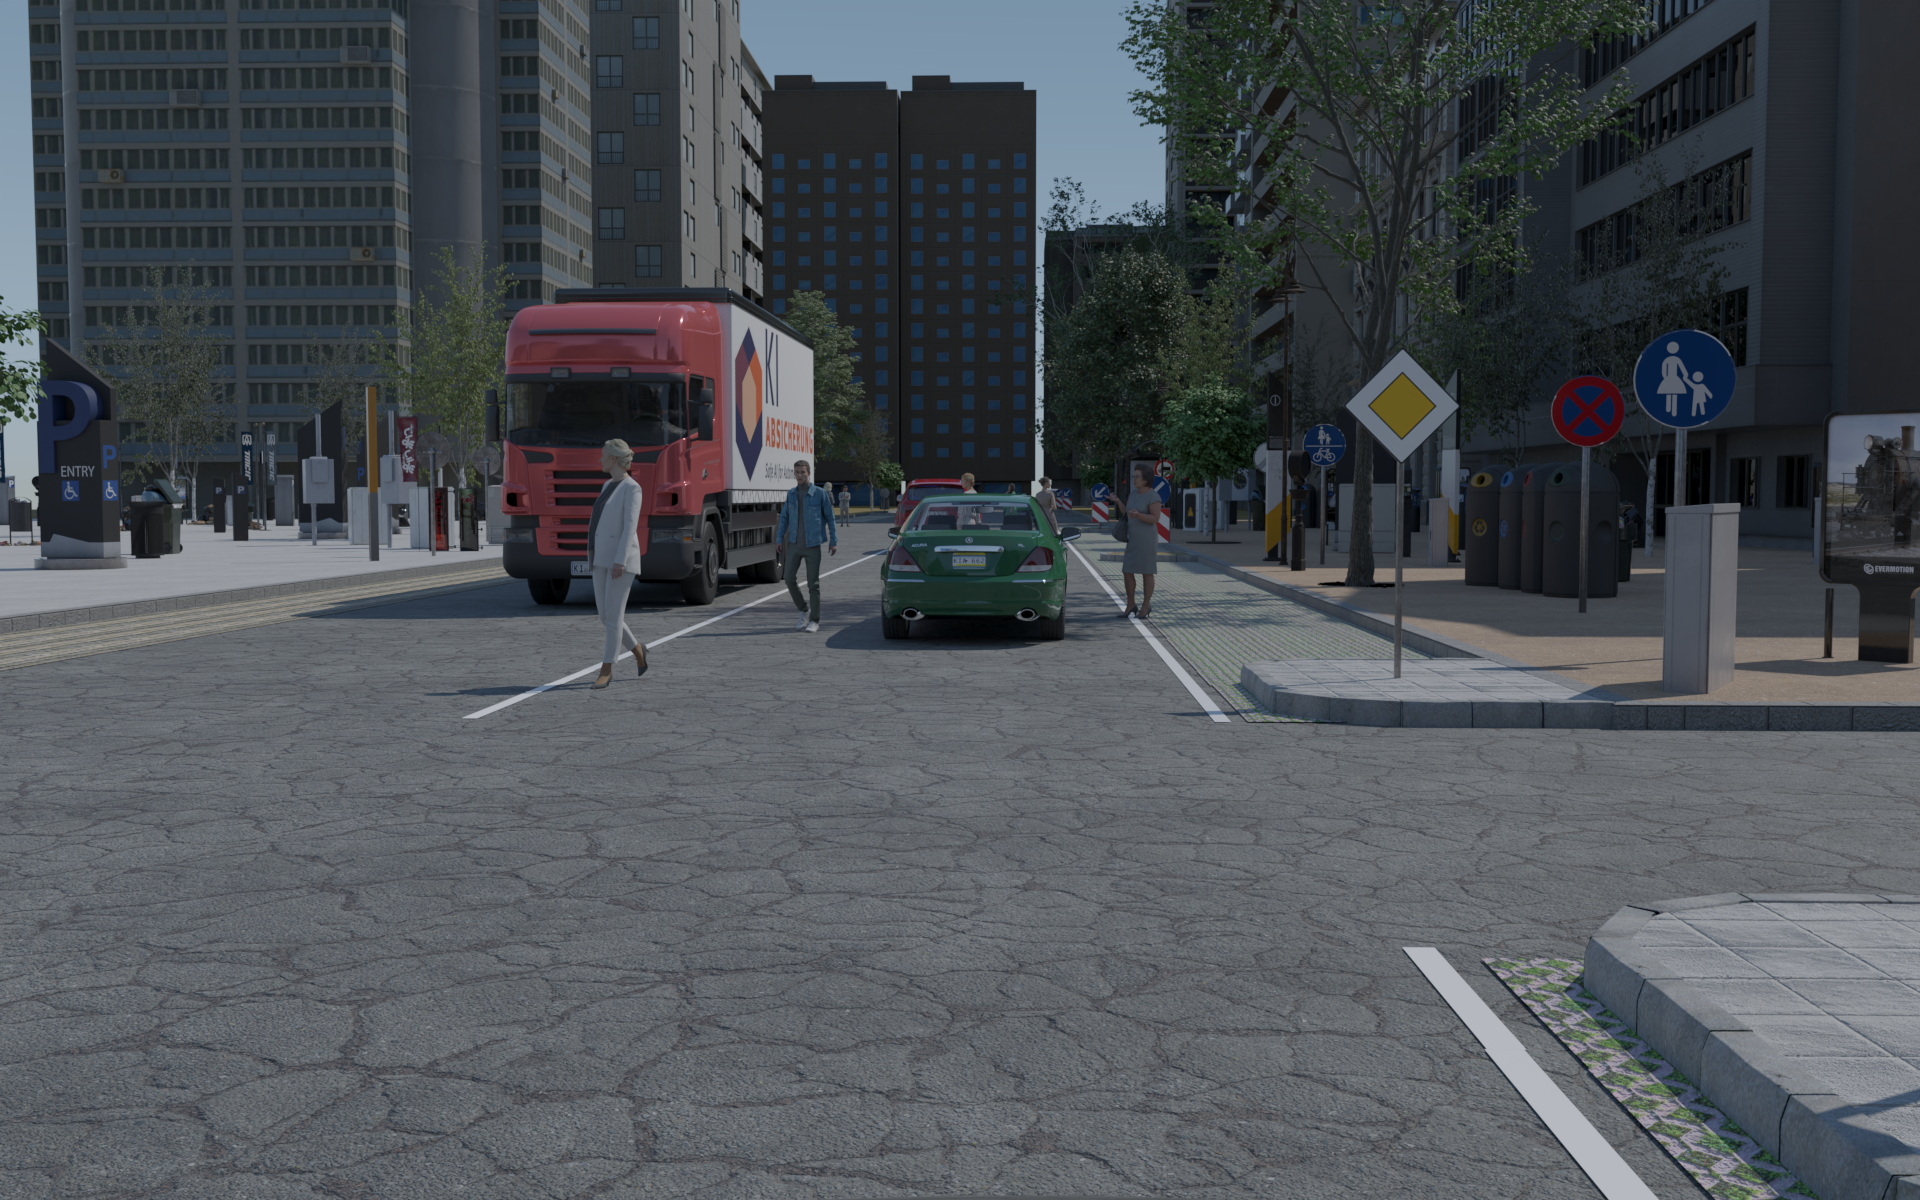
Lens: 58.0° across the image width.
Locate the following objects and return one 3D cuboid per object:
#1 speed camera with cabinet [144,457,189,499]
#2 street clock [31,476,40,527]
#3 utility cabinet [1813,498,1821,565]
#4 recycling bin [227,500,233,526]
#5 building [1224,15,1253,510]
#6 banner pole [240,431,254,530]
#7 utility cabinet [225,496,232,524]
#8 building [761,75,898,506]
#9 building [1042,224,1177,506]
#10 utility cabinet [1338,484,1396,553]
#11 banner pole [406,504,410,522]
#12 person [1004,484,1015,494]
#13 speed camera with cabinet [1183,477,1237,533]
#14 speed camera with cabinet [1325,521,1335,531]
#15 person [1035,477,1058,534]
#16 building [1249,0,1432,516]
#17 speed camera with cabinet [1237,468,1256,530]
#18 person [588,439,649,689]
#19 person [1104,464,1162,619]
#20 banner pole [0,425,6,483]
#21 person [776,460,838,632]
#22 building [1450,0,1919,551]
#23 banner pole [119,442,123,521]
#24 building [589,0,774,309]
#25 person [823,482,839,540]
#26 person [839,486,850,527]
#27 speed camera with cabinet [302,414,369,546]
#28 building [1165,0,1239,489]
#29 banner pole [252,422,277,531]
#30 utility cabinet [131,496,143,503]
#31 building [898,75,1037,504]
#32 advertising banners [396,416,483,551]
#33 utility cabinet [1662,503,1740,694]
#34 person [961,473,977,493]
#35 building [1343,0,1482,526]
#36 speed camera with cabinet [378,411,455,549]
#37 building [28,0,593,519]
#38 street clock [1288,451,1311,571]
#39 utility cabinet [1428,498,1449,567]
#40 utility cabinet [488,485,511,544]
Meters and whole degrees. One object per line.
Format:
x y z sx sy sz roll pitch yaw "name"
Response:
-39.418 -5.606 85.989 0.660 3.252 2.038 3 4 36 "speed camera with cabinet"
-36.395 -3.908 68.462 0.471 2.002 0.358 -1 4 -18 "street clock"
15.890 -1.219 31.085 0.306 1.237 1.020 -2 4 -32 "utility cabinet"
-29.226 -3.516 70.038 0.722 1.027 0.722 -2 4 -27 "recycling bin"
32.848 -31.546 135.386 23.786 49.044 30.456 0 4 2 "building"
-24.959 -4.343 61.026 0.401 3.779 0.863 2 4 29 "banner pole"
-30.751 -3.808 73.423 1.020 1.237 0.306 0 4 8 "utility cabinet"
-13.364 -32.928 188.478 14.200 45.320 14.600 0 4 2 "building"
16.025 -25.484 188.362 14.107 30.474 14.160 0 4 2 "building"
8.830 -1.768 37.588 1.173 1.500 0.318 1 4 10 "utility cabinet"
-25.707 -5.561 80.931 0.401 3.779 0.863 2 4 24 "banner pole"
1.835 -3.185 60.814 0.529 1.795 0.600 -1 4 -11 "person"
8.332 -3.917 58.376 0.660 3.252 2.038 -2 4 -28 "speed camera with cabinet"
13.230 -4.063 60.765 0.660 3.252 2.038 0 4 -5 "speed camera with cabinet"
1.803 -1.605 35.075 0.599 1.781 0.374 2 4 28 "person"
30.482 -29.712 109.493 21.300 48.544 21.600 0 4 2 "building"
9.578 -4.149 62.172 2.038 3.252 0.660 3 4 38 "speed camera with cabinet"
-2.541 -0.284 13.021 0.514 1.842 0.818 2 4 29 "person"
1.966 -0.680 19.970 0.532 1.782 0.716 -3 4 -36 "person"
-27.059 -3.576 48.492 0.401 3.779 0.863 1 4 18 "banner pole"
-1.595 -0.562 18.039 0.601 1.785 0.444 1 4 21 "person"
25.078 -14.204 51.304 14.314 24.678 30.058 0 4 2 "building"
-40.640 -5.722 83.579 0.401 3.779 0.863 1 4 11 "banner pole"
-34.488 -37.148 196.615 27.495 52.752 28.713 0 4 2 "building"
-4.157 -2.802 54.495 0.537 1.800 0.526 3 4 37 "person"
-5.046 -4.103 75.762 0.511 1.800 0.466 -1 4 -17 "person"
-15.405 -3.009 43.537 2.038 3.252 0.660 -2 4 -28 "speed camera with cabinet"
33.531 -45.975 189.942 20.611 71.187 20.563 0 4 2 "building"
-24.111 -4.306 60.420 0.863 3.779 0.401 2 4 28 "banner pole"
-31.207 -3.381 66.442 0.306 1.237 1.020 3 4 37 "utility cabinet"
1.132 -32.939 188.666 14.200 45.320 14.600 0 4 2 "building"
-11.709 -2.614 38.926 2.074 3.025 0.090 1 4 13 "advertising banners"
4.941 -0.024 11.560 0.306 1.237 1.020 2 4 33 "utility cabinet"
0.151 -1.228 28.925 0.624 1.780 0.694 3 5 39 "person"
24.023 -15.136 76.351 11.050 23.489 19.941 0 4 2 "building"
-12.807 -2.846 40.871 2.038 3.252 0.660 2 4 35 "speed camera with cabinet"
-34.929 -24.972 100.179 32.217 40.220 23.993 0 4 2 "building"
5.655 -1.488 28.895 0.358 2.002 0.471 2 4 34 "street clock"
8.542 -1.210 30.947 0.306 1.237 1.020 1 4 12 "utility cabinet"
-11.225 -2.124 43.404 1.173 1.500 0.318 1 4 12 "utility cabinet"
